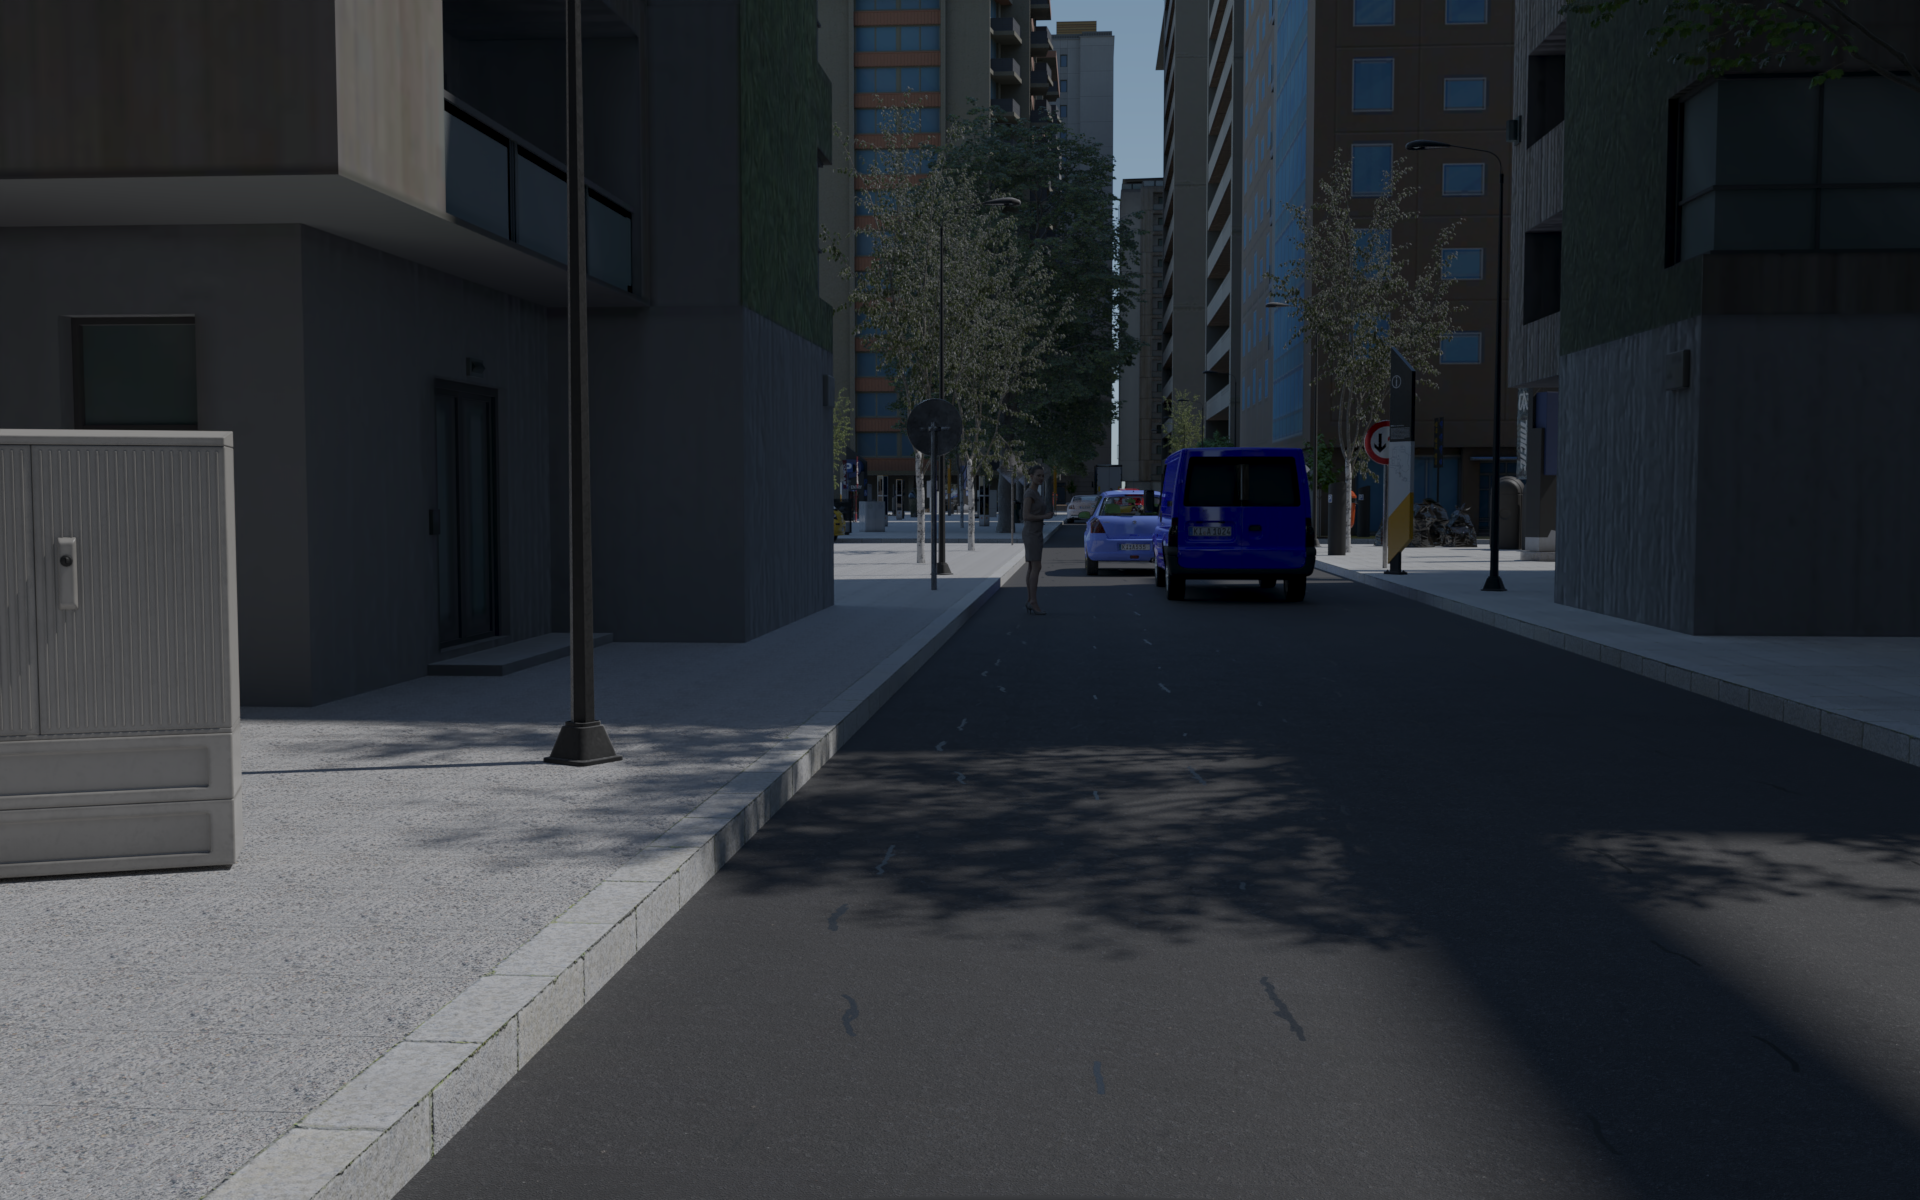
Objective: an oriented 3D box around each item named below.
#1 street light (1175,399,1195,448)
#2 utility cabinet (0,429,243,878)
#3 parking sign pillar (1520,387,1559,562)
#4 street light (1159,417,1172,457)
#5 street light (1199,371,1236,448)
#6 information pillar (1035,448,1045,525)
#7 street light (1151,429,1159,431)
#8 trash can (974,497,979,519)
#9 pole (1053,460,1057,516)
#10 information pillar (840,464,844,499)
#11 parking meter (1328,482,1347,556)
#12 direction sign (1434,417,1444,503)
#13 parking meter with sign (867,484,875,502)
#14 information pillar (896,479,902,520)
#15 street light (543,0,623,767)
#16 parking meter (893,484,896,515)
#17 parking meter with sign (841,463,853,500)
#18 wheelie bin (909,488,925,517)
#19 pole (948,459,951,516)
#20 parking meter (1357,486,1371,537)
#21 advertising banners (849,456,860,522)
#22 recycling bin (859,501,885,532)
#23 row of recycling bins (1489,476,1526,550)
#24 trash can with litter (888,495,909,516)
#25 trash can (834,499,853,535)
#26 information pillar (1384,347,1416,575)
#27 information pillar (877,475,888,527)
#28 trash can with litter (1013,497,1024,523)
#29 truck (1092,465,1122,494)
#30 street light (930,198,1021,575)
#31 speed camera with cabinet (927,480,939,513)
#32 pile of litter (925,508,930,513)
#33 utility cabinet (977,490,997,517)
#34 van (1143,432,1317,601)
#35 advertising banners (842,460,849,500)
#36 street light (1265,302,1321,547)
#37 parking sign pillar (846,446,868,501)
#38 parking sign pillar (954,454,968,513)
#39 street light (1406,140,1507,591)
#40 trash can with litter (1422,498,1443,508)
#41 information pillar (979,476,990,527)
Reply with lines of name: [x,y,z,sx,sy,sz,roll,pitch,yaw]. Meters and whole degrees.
street light: [11.303,-6.861,84.724,1.470,5.913,1.316,0,4,4]
utility cabinet: [-3.071,0.175,5.816,1.173,1.500,0.318,-1,4,-18]
parking sign pillar: [11.549,-2.739,33.257,1.447,3.967,1.447,-1,4,-21]
street light: [12.910,-8.044,104.065,1.470,5.913,1.316,0,4,4]
street light: [9.809,-5.668,65.207,1.470,5.913,1.316,0,4,4]
information pillar: [3.310,-4.937,72.079,0.183,3.616,0.504,-3,4,-38]
street light: [14.400,-9.292,124.459,1.470,5.913,1.316,0,4,4]
trash can: [0.842,-4.847,90.899,0.748,1.137,0.748,0,3,0]
pole: [5.461,-6.458,99.430,0.158,3.312,0.155,0,3,0]
information pillar: [-8.332,-8.079,123.439,0.504,3.616,0.183,3,5,44]
parking meter: [7.888,-1.701,36.223,0.372,1.533,0.369,0,3,0]
direction sign: [14.171,-3.629,51.331,0.379,3.537,0.876,0,4,0]
parking meter with sign: [-6.781,-7.998,127.031,0.543,3.016,1.738,2,4,25]
information pillar: [-3.038,-5.020,86.561,0.304,2.012,0.304,0,4,-3]
street light: [-1.271,-2.174,8.094,1.470,5.913,1.316,0,4,4]
parking meter: [-3.791,-5.977,103.436,0.399,1.863,0.255,-1,4,-15]
parking meter with sign: [-6.266,-6.038,94.989,0.543,3.016,1.738,0,4,6]
wheelie bin: [-2.406,-5.333,95.097,0.980,1.594,0.693,-3,5,-44]
pole: [-0.627,-6.611,101.926,0.158,3.312,0.155,0,3,0]
parking meter: [12.054,-2.648,51.700,0.372,1.533,0.369,0,3,0]
advertising banners: [-4.778,-5.078,79.207,0.090,3.025,2.074,0,4,3]
recycling bin: [-2.994,-2.840,58.984,0.722,1.027,0.722,-1,4,-21]
row of recycling bins: [13.638,-1.965,39.239,1.069,1.692,3.534,-3,5,-43]
trash can with litter: [-3.980,-5.519,101.298,2.233,1.210,1.678,3,5,41]
trash can: [-3.693,-2.606,54.265,0.748,1.137,0.748,0,3,0]
information pillar: [6.990,-2.208,27.452,0.183,3.616,0.504,-2,4,-30]
information pillar: [-3.050,-3.908,68.391,0.304,2.012,0.304,3,5,39]
trash can with litter: [2.618,-3.945,75.891,1.055,1.170,0.624,-1,4,-14]
truck: [14.432,-11.061,169.766,2.839,4.237,11.283,0,4,3]
street light: [0.250,-3.352,27.342,1.470,5.913,1.316,0,4,4]
speed camera with cabinet: [-1.761,-7.428,115.787,0.660,3.252,2.038,1,4,10]
pile of litter: [-2.008,-6.468,119.722,1.176,0.858,1.719,3,5,43]
utility cabinet: [1.480,-5.295,95.252,1.173,1.500,0.318,-3,5,-41]
van: [3.835,-1.262,25.016,2.240,2.365,5.245,0,4,4]
advertising banners: [-5.624,-5.694,89.286,0.090,3.025,2.074,1,4,22]
street light: [8.094,-4.254,42.100,1.470,5.913,1.316,0,4,4]
parking sign pillar: [-5.845,-6.639,97.021,1.447,3.967,1.447,2,4,27]
parking sign pillar: [0.304,-7.936,118.231,1.447,3.967,1.447,2,4,26]
street light: [6.547,-3.077,22.854,1.470,5.913,1.316,0,4,4]
trash can with litter: [13.793,-2.364,50.031,1.055,1.170,0.624,-2,4,-24]
information pillar: [0.965,-3.921,68.602,0.304,2.012,0.304,-3,5,-44]
